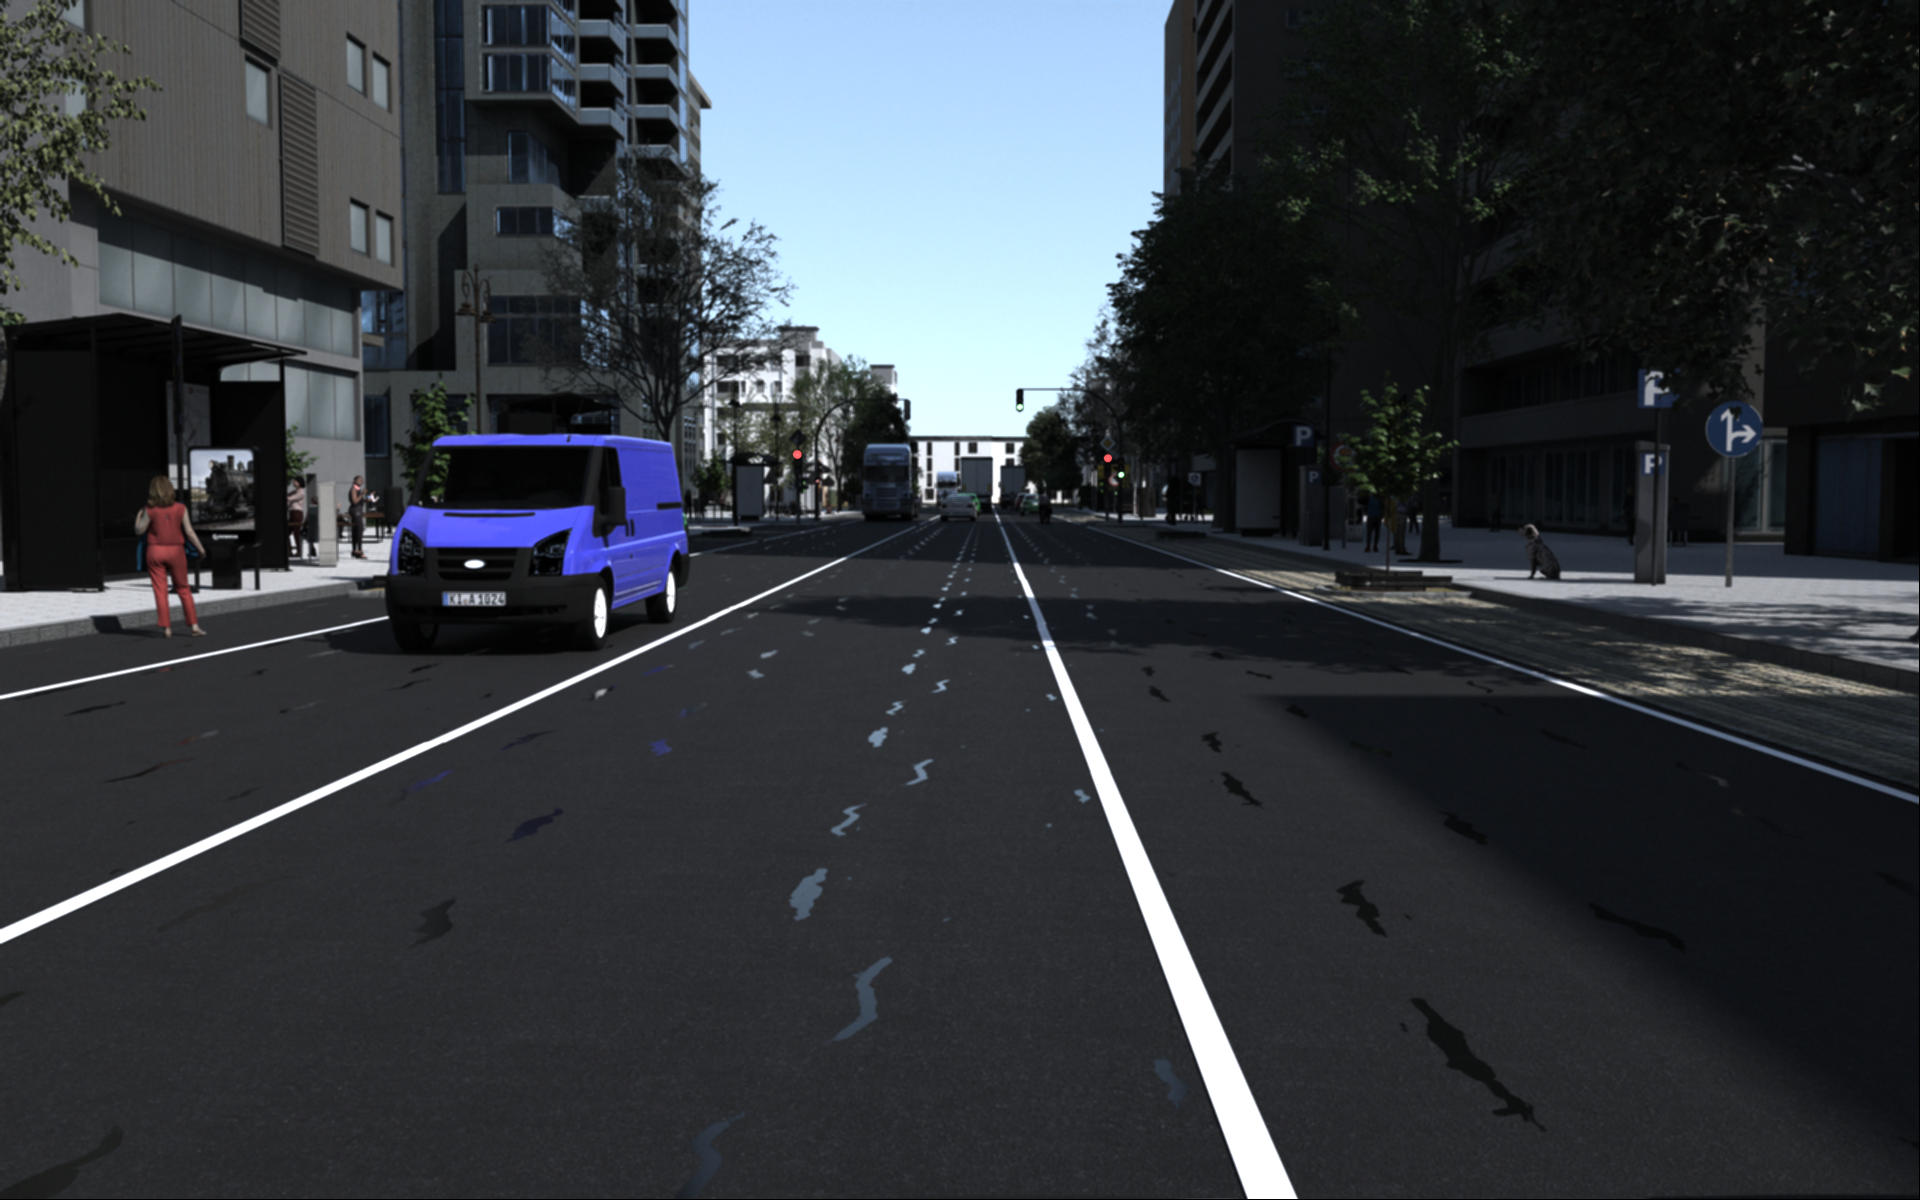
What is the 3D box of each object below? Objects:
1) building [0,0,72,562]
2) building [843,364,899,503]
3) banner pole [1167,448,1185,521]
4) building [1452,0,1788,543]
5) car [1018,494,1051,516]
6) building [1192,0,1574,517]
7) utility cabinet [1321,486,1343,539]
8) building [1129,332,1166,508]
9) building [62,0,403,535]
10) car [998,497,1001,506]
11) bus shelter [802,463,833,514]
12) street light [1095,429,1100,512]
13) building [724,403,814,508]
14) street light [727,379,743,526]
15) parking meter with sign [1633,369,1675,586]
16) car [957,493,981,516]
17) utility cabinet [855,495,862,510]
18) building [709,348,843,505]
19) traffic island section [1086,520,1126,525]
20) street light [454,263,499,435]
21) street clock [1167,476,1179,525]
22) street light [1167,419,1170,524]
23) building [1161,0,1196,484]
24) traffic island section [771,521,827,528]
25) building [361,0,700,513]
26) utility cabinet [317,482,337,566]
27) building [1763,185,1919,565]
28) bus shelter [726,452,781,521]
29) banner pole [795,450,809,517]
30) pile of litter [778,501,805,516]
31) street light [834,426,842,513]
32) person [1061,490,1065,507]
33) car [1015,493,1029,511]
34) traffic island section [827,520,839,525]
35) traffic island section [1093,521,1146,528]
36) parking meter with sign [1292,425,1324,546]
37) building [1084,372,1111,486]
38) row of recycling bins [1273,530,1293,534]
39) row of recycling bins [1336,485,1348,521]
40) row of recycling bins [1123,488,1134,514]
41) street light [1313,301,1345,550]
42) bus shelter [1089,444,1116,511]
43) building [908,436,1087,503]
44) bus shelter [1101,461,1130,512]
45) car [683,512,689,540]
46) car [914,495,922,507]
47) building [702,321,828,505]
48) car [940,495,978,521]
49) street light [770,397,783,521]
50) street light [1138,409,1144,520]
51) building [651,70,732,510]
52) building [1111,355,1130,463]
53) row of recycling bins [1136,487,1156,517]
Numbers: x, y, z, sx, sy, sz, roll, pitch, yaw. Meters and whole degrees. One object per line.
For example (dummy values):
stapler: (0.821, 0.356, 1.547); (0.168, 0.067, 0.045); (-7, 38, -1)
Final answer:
building: (-28.871, -29.244, 20.133); (21.231, 58.520, 28.212); (0, 4, 1)
building: (-15.137, -24.612, 258.817); (11.380, 20.091, 16.016); (0, 4, 1)
banner pole: (10.271, -5.636, 82.159); (0.863, 3.779, 0.401); (0, 4, 5)
building: (29.344, -26.338, 54.320); (21.300, 48.544, 21.600); (0, 4, 1)
car: (4.836, -6.156, 112.441); (2.131, 1.459, 4.920); (0, 4, 1)
building: (28.345, -30.440, 121.394); (21.300, 48.544, 21.600); (0, 4, 1)
utility cabinet: (10.591, -2.496, 49.490); (0.318, 1.500, 1.173); (3, 4, 39)
building: (27.443, -19.092, 178.612); (16.747, 18.905, 31.486); (0, 4, 1)
building: (-33.331, -28.090, 48.507); (27.495, 52.752, 28.713); (0, 4, 1)
car: (5.610, -12.426, 213.391); (2.015, 1.641, 3.980); (0, 4, 1)
bus shelter: (-9.600, -7.348, 114.070); (2.014, 3.302, 5.546); (0, 4, 1)
street light: (9.685, -9.132, 122.099); (0.468, 5.910, 1.993); (0, 4, 1)
building: (-19.027, -14.144, 173.404); (9.099, 9.664, 28.070); (0, 4, 1)
street light: (-9.025, -5.921, 69.591); (0.468, 5.910, 1.993); (0, 4, 1)
parking meter with sign: (9.984, -1.754, 24.945); (0.543, 3.016, 1.738); (1, 4, 19)
car: (0.438, -6.520, 115.406); (1.959, 1.807, 4.718); (0, 4, 0)
utility cabinet: (-7.953, -7.840, 139.346); (0.306, 1.237, 1.020); (3, 5, 40)
building: (-31.200, -21.519, 218.292); (31.486, 18.905, 16.747); (0, 4, 1)
traffic island section: (7.044, -3.690, 82.615); (2.009, 0.180, 2.903); (0, 4, 1)
street light: (-9.692, -3.797, 34.875); (0.468, 5.910, 1.993); (0, 4, 1)
street clock: (8.750, -4.069, 71.097); (0.471, 2.002, 0.358); (-3, 4, -37)
street light: (8.953, -6.198, 74.120); (0.468, 5.910, 1.993); (0, 4, 1)
building: (25.181, -30.557, 149.720); (14.600, 45.320, 14.200); (0, 4, 1)
traffic island section: (-7.004, -3.216, 74.859); (2.009, 0.180, 2.903); (0, 4, 1)
building: (-27.659, -48.380, 103.690); (22.319, 86.520, 31.000); (0, 4, 1)
utility cabinet: (-11.296, -1.359, 30.904); (0.318, 1.500, 1.173); (-1, 4, -19)
building: (23.960, -23.152, 28.650); (14.600, 45.320, 14.200); (0, 4, 1)
bus shelter: (-10.122, -5.598, 85.452); (2.014, 3.302, 5.546); (0, 4, 1)
banner pole: (-8.997, -6.630, 98.410); (0.863, 3.779, 0.401); (1, 4, 14)
pile of litter: (-10.044, -5.471, 103.424); (1.719, 0.858, 1.176); (0, 4, -4)
street light: (-8.333, -8.889, 118.127); (0.468, 5.910, 1.993); (0, 4, 1)
person: (10.641, -10.549, 178.536); (0.705, 1.821, 1.348); (0, 4, 8)
car: (5.482, -8.306, 144.844); (2.155, 1.783, 4.494); (0, 4, 1)
traffic island section: (-6.876, -3.704, 82.844); (2.009, 0.180, 2.903); (0, 4, 1)
traffic island section: (6.915, -3.202, 74.631); (2.009, 0.180, 2.903); (0, 4, 1)
parking meter with sign: (8.724, -2.870, 43.192); (0.543, 3.016, 1.738); (0, 4, -1)
building: (24.421, -24.475, 256.592); (11.380, 20.091, 16.016); (0, 4, 1)
row of recycling bins: (10.300, -3.072, 57.344); (1.069, 1.692, 3.534); (0, 4, 1)
row of recycling bins: (16.729, -4.607, 82.434); (3.534, 1.692, 1.069); (1, 4, 21)
row of recycling bins: (11.292, -6.533, 113.929); (1.069, 1.692, 3.534); (-1, 4, -12)
street light: (8.376, -4.074, 39.403); (0.468, 5.910, 1.993); (0, 4, 1)
bus shelter: (11.038, -9.463, 132.356); (2.179, 5.291, 8.768); (0, 4, 1)
building: (4.648, -19.078, 254.075); (28.070, 9.664, 9.099); (0, 4, 1)
bus shelter: (11.206, -8.159, 124.678); (1.731, 3.624, 6.357); (0, 4, 1)
car: (-7.462, -1.914, 40.087); (1.959, 1.807, 4.718); (0, 4, 1)
car: (-5.094, -10.751, 188.359); (1.945, 1.354, 3.894); (0, 4, 2)
building: (-22.647, -20.585, 192.977); (16.016, 20.091, 11.380); (0, 4, 1)
car: (-0.066, -4.931, 92.980); (2.083, 1.381, 4.827); (0, 4, 2)
street light: (-8.772, -6.740, 82.983); (0.468, 5.910, 1.993); (0, 4, 1)
street light: (9.154, -6.992, 87.107); (0.468, 5.910, 1.993); (0, 4, 1)
building: (-34.294, -27.496, 141.440); (32.217, 40.220, 23.993); (0, 4, 1)
building: (27.816, -21.014, 210.037); (16.747, 18.905, 31.486); (0, 4, 1)
row of recycling bins: (10.687, -5.611, 98.852); (1.069, 1.692, 3.534); (0, 4, 6)
